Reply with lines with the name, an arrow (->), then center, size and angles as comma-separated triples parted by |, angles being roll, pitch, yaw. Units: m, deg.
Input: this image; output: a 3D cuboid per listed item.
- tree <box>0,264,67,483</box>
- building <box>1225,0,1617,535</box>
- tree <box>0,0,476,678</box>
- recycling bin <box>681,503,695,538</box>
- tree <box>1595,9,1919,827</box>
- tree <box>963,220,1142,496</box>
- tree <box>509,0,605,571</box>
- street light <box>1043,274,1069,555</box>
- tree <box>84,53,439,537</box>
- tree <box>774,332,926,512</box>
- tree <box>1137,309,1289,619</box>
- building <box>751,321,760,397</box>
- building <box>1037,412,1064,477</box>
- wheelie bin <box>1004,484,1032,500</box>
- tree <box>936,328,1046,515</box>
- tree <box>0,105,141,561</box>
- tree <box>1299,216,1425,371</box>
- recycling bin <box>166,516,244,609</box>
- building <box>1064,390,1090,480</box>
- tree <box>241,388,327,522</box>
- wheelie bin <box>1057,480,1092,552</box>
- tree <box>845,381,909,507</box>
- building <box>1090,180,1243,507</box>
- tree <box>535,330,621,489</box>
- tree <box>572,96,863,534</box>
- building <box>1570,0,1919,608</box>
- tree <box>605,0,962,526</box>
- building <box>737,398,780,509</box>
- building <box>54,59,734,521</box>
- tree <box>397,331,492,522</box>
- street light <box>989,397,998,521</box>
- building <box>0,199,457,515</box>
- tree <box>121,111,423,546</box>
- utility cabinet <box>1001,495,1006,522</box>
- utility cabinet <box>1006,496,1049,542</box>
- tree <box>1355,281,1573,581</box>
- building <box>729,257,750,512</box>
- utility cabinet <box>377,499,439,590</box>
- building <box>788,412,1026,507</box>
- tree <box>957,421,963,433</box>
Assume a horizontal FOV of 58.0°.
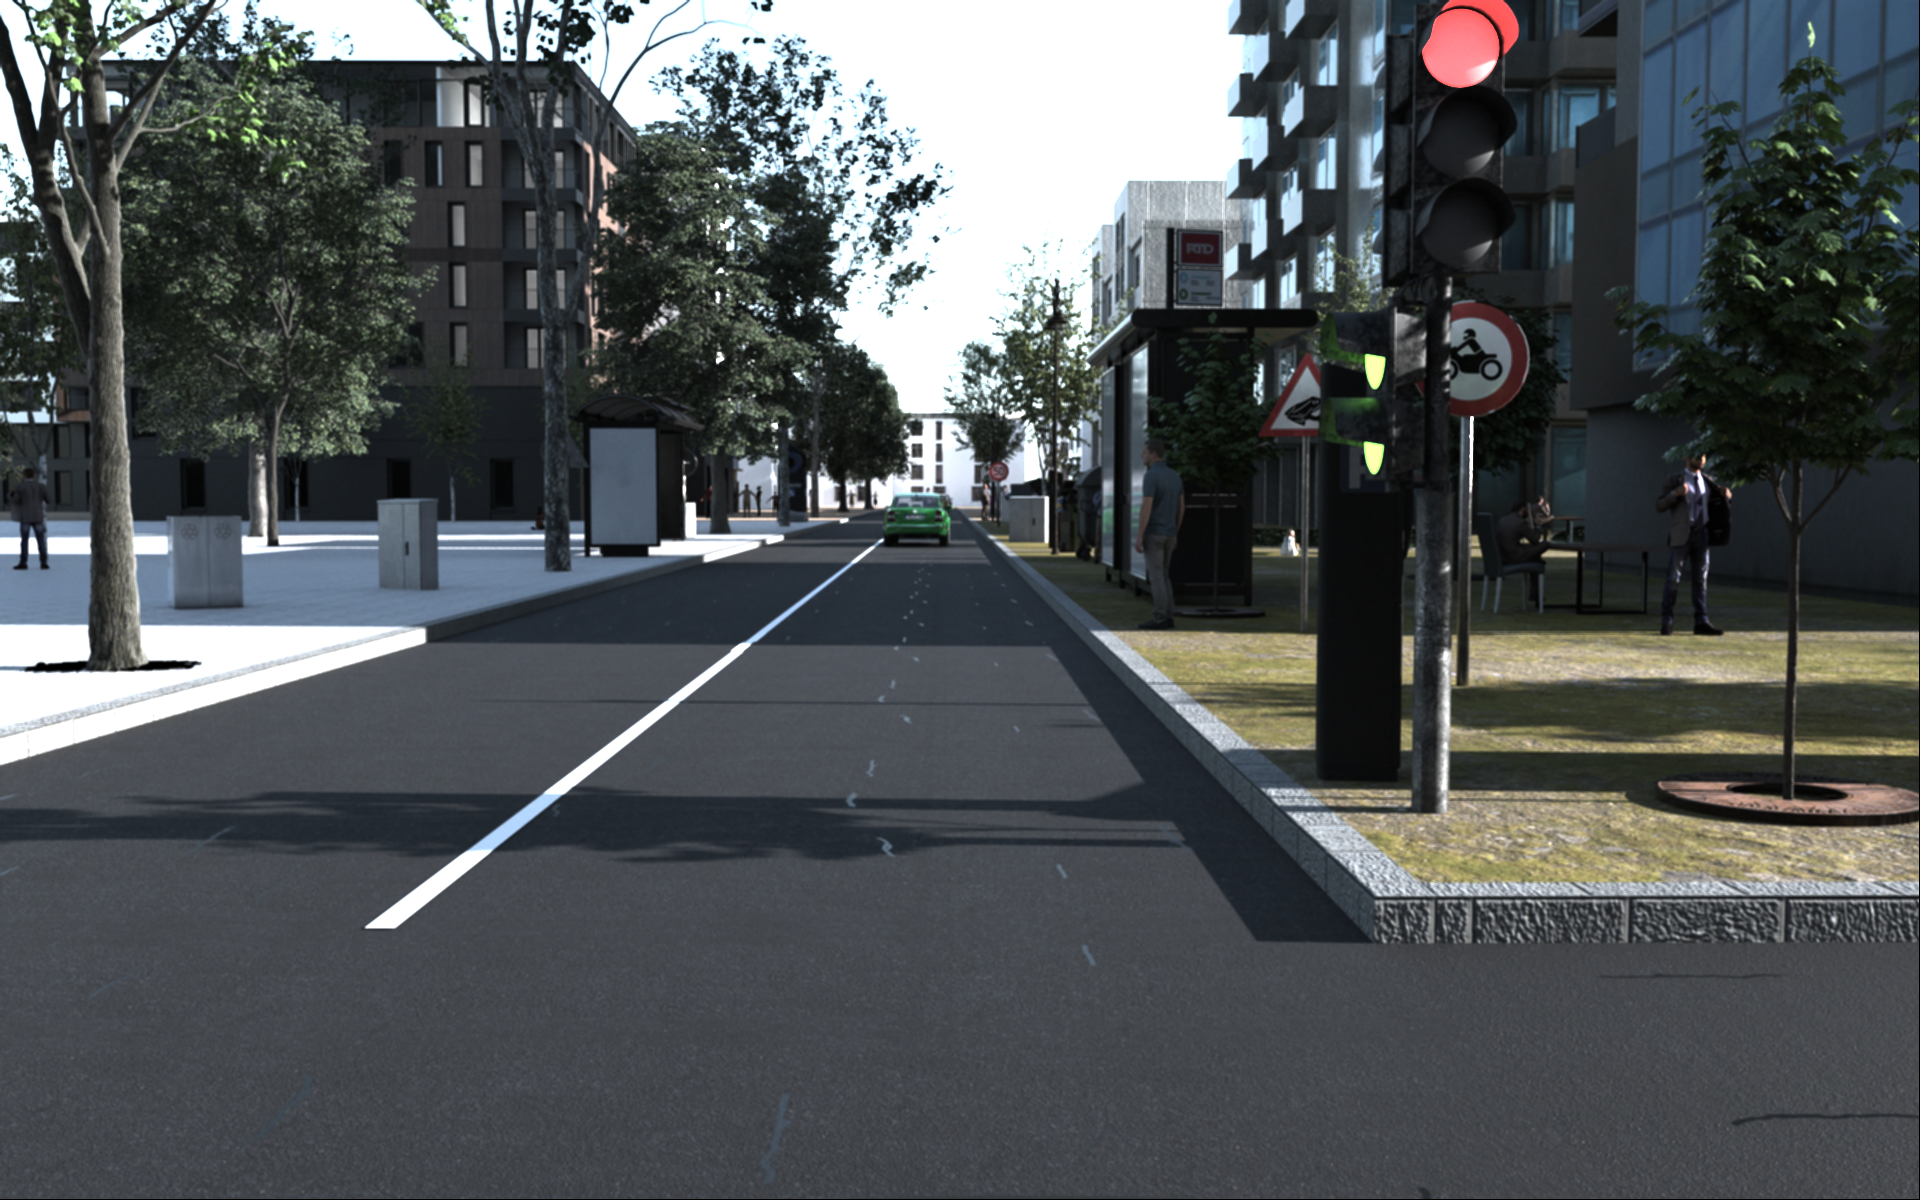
tree -> -24.962, -5.700, 43.559 | 4.360, 8.622, 3.978 | 0, 3, 0
building -> 22.671, -27.327, 66.399 | 23.786, 49.044, 30.456 | 0, 4, -1
tree -> -6.329, -5.290, 12.255 | 9.928, 11.665, 9.643 | 0, 3, 0
recycling bin -> -8.244, -2.352, 51.016 | 0.722, 1.027, 0.722 | -2, 4, -28
tree -> 3.307, -0.761, 7.037 | 1.663, 3.219, 1.824 | 0, 3, 0
tree -> 2.754, -5.949, 47.635 | 4.737, 8.622, 4.395 | 0, 3, 0
tree -> -7.574, -10.472, 27.104 | 12.611, 20.169, 13.585 | 0, 3, 0
street light -> 2.009, -3.895, 36.478 | 0.468, 5.910, 1.993 | 0, 4, -1
tree -> -20.856, -8.855, 51.437 | 9.857, 13.997, 8.962 | 0, 3, 0
tree -> -8.443, -12.598, 122.984 | 9.611, 12.733, 9.660 | 0, 3, 0
tree -> 2.674, -1.454, 18.378 | 1.663, 3.219, 1.824 | 0, 3, 0
building -> -26.964, -19.910, 181.945 | 11.380, 20.091, 16.016 | 0, 4, -1
building -> 21.930, -14.498, 179.192 | 28.070, 9.664, 9.099 | 0, 4, -1
wheelie bin -> 1.867, -2.835, 54.253 | 0.980, 1.594, 0.693 | 0, 4, -8
tree -> 2.162, -11.091, 107.099 | 9.928, 11.665, 9.643 | 0, 3, 0
tree -> -17.632, -5.052, 32.965 | 4.737, 8.622, 4.395 | 0, 3, 0
tree -> 11.015, -5.908, 46.961 | 4.737, 8.622, 4.395 | 0, 3, 0
recycling bin -> -8.588, -0.437, 19.697 | 0.722, 1.027, 0.722 | -2, 4, -29
building -> 13.982, -11.872, 136.251 | 9.099, 9.664, 28.070 | 0, 4, -1
tree -> -30.494, -7.872, 79.062 | 4.360, 8.622, 3.978 | 0, 3, 0
wheelie bin -> 2.608, -1.855, 38.242 | 0.980, 1.594, 0.693 | -2, 4, -26
tree -> -8.004, -14.537, 155.807 | 7.486, 12.596, 7.792 | 0, 3, 0
building -> 17.713, -14.668, 106.284 | 16.747, 18.905, 31.486 | 0, 4, -1
tree -> -16.657, -7.740, 76.909 | 4.737, 8.622, 4.395 | 0, 3, 0
tree -> -7.832, -9.136, 56.030 | 9.857, 13.997, 8.962 | 0, 3, 0
building -> 17.445, -22.699, 21.238 | 14.200, 45.320, 14.600 | 0, 4, -1
tree -> -6.072, -13.071, 69.604 | 12.611, 20.169, 13.585 | 0, 3, 0
building -> -29.740, -12.474, 146.098 | 28.070, 9.664, 9.099 | 0, 4, -1
building -> -28.796, -15.549, 98.195 | 27.936, 21.610, 32.646 | 0, 4, -1
tree -> -22.923, -7.790, 77.730 | 4.737, 8.622, 4.395 | 0, 3, 0
street light -> 1.543, -6.625, 81.104 | 0.468, 5.910, 1.993 | 0, 4, -1
building -> -59.990, -17.811, 135.191 | 32.646, 21.610, 27.936 | 0, 4, -1
tree -> -16.958, -6.581, 42.005 | 8.767, 10.594, 7.601 | 0, 4, 1
utility cabinet -> 2.227, -4.130, 78.685 | 0.306, 1.237, 1.020 | -2, 4, -28
utility cabinet -> 1.830, -2.141, 46.163 | 1.020, 1.237, 0.306 | 1, 4, 21
tree -> 7.607, -2.602, 26.254 | 4.285, 4.588, 4.351 | 0, 3, 0
building -> -23.504, -16.138, 120.270 | 16.016, 20.091, 11.380 | 0, 4, -1
utility cabinet -> -7.484, -0.752, 23.462 | 1.020, 1.237, 0.306 | 3, 5, 40
building -> -7.128, -14.482, 178.933 | 28.070, 9.664, 9.099 | 0, 4, -1
tree -> 1.955, -10.055, 114.755 | 4.737, 8.622, 4.395 | 0, 3, 0
